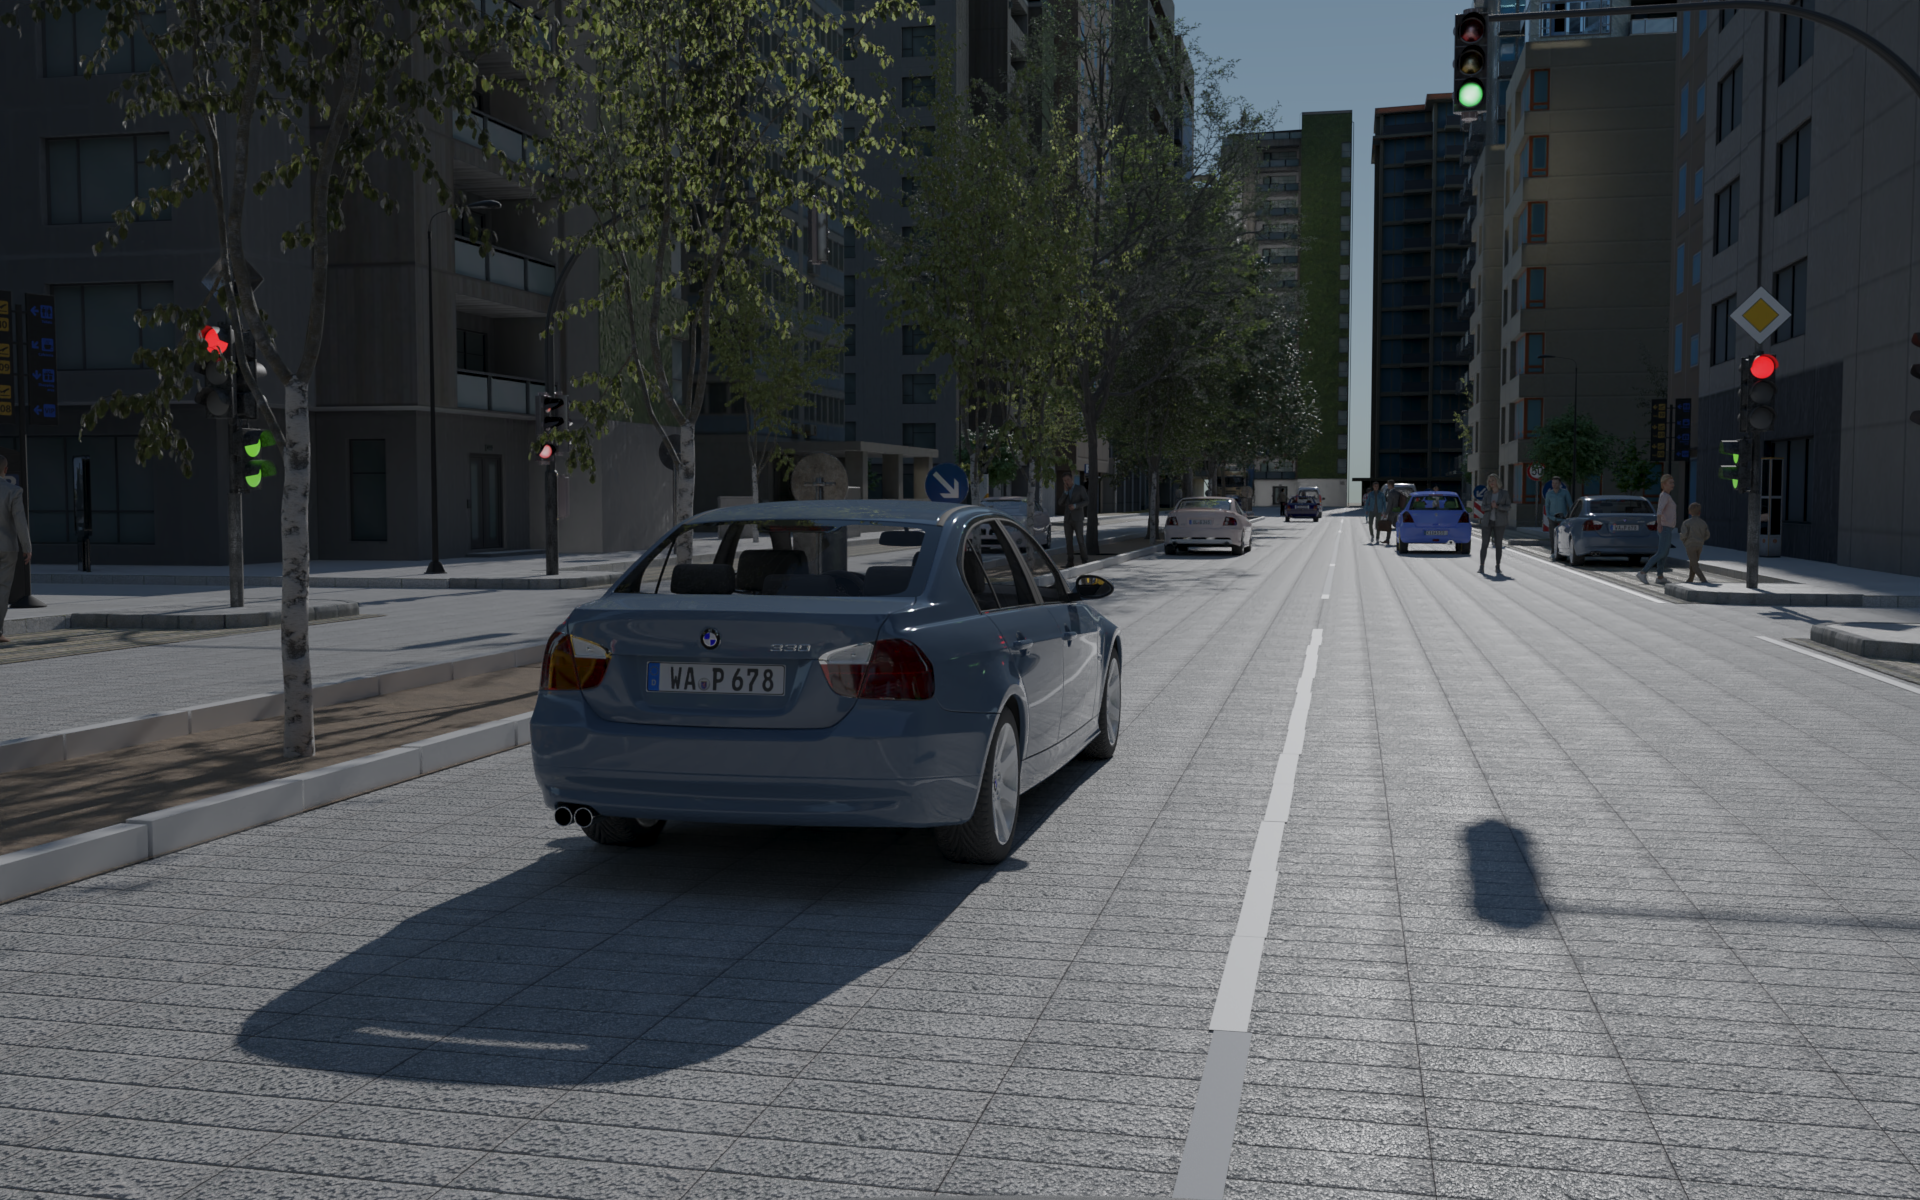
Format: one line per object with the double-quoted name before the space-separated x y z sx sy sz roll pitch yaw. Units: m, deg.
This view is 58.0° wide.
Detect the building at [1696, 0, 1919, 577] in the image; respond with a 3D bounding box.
"building" 26.617 -36.208 30.257 20.611 71.187 20.563 1 4 13

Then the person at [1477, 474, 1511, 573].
"person" 9.719 -1.393 31.460 0.537 1.800 0.526 2 4 35

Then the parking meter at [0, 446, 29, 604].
"parking meter" -11.115 -0.889 20.246 0.399 1.863 0.255 -3 4 -37

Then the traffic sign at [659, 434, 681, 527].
"traffic sign" -6.079 -2.251 36.917 0.768 2.556 0.104 1 4 16

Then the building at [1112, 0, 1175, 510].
"building" 6.566 -32.105 148.619 21.300 48.544 21.600 1 4 13

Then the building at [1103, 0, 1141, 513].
"building" 2.742 -42.106 126.686 20.563 71.187 20.611 1 4 13

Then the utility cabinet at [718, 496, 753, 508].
"utility cabinet" -6.485 -2.386 50.168 1.020 1.237 0.306 -1 4 -22

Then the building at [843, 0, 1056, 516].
"building" -2.751 -19.840 96.081 14.160 30.474 14.107 1 4 13

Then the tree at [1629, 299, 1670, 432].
"tree" 26.912 -6.916 63.441 4.360 8.622 3.978 0 3 0

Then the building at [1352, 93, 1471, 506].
"building" 57.607 -32.621 187.973 28.867 44.769 22.147 1 4 13

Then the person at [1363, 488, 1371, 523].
"person" 20.356 -4.711 86.369 0.563 1.720 0.643 2 4 34

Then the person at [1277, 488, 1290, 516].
"person" 21.348 -6.477 114.413 0.705 1.823 1.348 -2 4 -30

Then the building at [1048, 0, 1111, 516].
"building" 1.677 -28.083 109.275 14.600 45.320 14.200 1 4 13

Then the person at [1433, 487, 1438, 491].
"person" 23.417 -4.693 85.459 0.478 1.798 0.641 -3 4 -39

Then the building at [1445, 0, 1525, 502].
"building" 55.544 -32.520 151.314 23.786 49.044 30.456 1 4 13

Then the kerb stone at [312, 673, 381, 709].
"kerb stone" -4.281 0.641 11.769 0.120 0.150 1.000 1 4 13

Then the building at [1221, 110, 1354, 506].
"building" 35.519 -30.914 189.042 14.086 41.232 14.154 1 4 13

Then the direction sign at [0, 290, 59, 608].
"direction sign" -10.541 -1.681 19.486 0.379 3.537 0.876 2 4 26

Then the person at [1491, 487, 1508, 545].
"person" 14.909 -2.403 48.139 0.444 1.785 0.601 -3 4 -37

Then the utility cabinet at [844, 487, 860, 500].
"utility cabinet" -3.219 -2.541 50.218 0.318 1.500 1.173 1 4 17

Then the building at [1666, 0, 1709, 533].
"building" 28.619 -24.326 47.837 14.600 45.320 14.200 1 4 13

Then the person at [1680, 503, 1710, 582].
"person" 10.936 -0.798 25.818 0.475 1.303 0.640 -2 4 -24

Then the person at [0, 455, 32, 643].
"person" -9.232 -0.485 16.548 0.709 1.813 0.853 -1 4 -14

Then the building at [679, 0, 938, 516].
"building" -17.760 -22.781 64.350 32.217 40.220 23.993 1 4 13

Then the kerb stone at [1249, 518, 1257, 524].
"kerb stone" 14.702 -3.956 86.872 0.120 0.150 1.000 1 4 13

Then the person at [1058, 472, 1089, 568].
"person" 2.178 -1.525 33.233 0.655 1.846 0.447 2 4 33

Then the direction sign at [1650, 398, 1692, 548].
"direction sign" 16.860 -3.006 41.149 0.876 3.537 0.379 2 4 28

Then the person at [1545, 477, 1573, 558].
"person" 13.388 -1.842 38.639 0.660 1.820 0.620 2 4 32

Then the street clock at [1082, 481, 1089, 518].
"street clock" 6.915 -5.509 94.645 0.471 2.002 0.358 -2 4 -31

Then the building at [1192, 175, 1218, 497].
"building" 18.858 -31.187 201.786 23.993 40.220 32.217 1 4 13

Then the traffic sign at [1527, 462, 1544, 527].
"traffic sign" 22.231 -4.076 66.749 0.768 2.556 0.104 1 4 21

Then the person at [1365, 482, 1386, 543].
"person" 12.241 -2.578 50.988 0.601 1.785 0.444 1 4 17

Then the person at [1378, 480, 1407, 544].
"person" 12.372 -2.502 49.378 0.822 1.834 0.622 2 4 31

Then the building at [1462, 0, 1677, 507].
"building" 48.080 -49.373 119.912 22.319 86.520 31.000 1 4 13

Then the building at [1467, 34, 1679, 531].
"building" 38.228 -14.224 77.601 27.650 21.520 28.899 1 4 13

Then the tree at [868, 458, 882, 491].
"tree" -4.253 -5.061 77.350 1.663 3.219 1.824 0 3 0

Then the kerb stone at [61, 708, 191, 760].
"kerb stone" -4.732 0.760 9.770 0.120 0.150 1.000 1 4 13

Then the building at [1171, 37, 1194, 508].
"building" 14.922 -31.715 168.645 14.200 45.320 14.600 1 4 13

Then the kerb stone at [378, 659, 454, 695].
"kerb stone" -4.055 0.577 12.766 0.120 0.150 1.000 1 4 13

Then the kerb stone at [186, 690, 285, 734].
"kerb stone" -4.507 0.699 10.772 0.120 0.150 1.000 1 4 13

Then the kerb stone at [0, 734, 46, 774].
"kerb stone" -4.955 0.821 8.772 0.120 0.150 1.000 1 4 13

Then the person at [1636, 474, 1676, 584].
"person" 11.056 -1.119 27.463 0.598 1.740 0.731 1 4 12

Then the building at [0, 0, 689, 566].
"building" -14.939 -21.556 36.034 14.154 41.232 14.086 1 4 13
